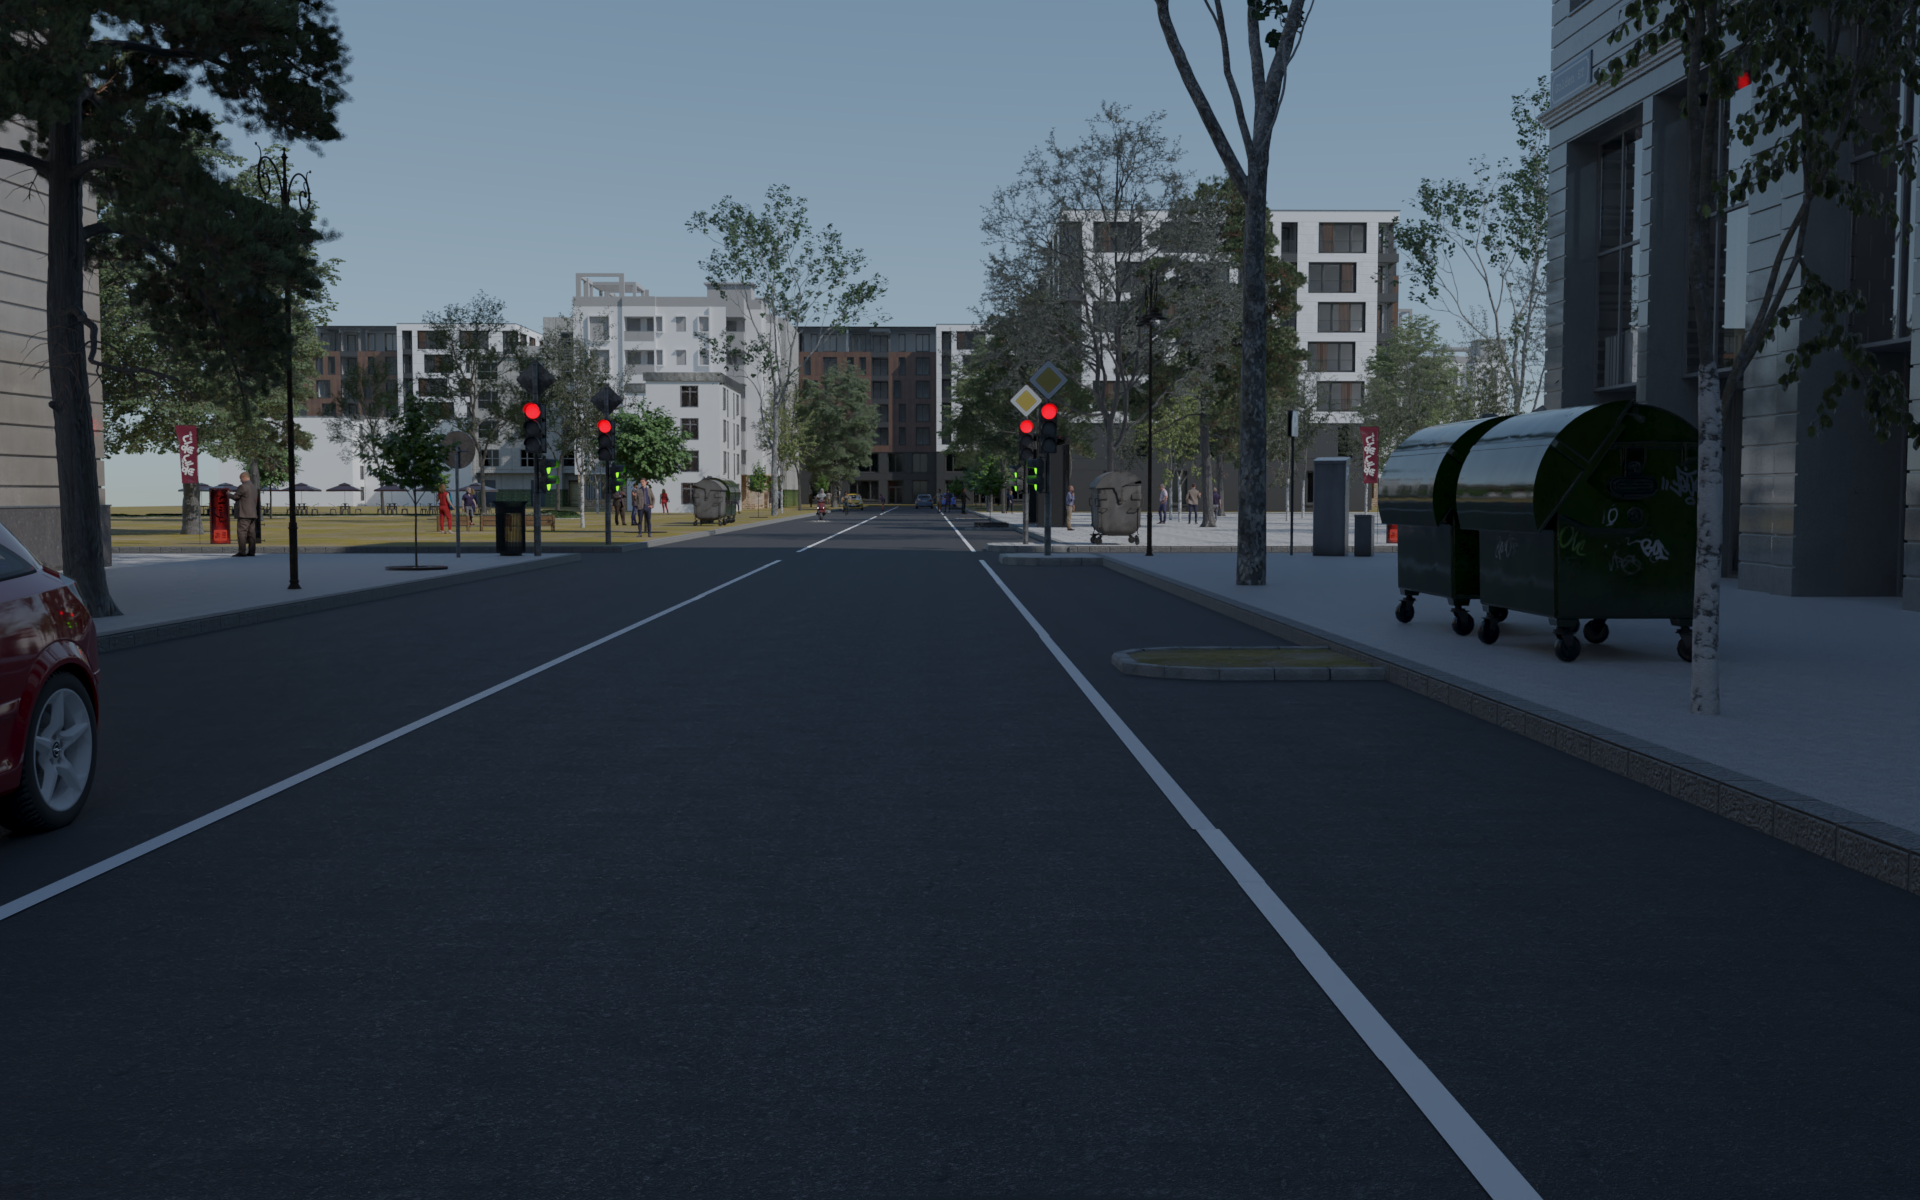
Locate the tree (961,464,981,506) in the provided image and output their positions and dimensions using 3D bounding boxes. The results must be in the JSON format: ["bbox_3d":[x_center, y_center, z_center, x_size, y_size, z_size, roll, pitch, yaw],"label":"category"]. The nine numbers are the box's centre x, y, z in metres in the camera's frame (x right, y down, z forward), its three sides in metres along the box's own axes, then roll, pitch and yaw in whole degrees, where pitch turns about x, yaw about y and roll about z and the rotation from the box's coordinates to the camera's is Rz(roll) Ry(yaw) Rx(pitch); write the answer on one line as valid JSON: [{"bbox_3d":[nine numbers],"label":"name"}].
[{"bbox_3d":[1.579,-12.045,180.643,4.285,4.588,4.351,0,3,0],"label":"tree"}]

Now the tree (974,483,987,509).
[{"bbox_3d":[1.929,-9.444,149.010,1.663,3.219,1.824,0,3,0],"label":"tree"}]

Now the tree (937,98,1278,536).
[{"bbox_3d":[4.706,-8.743,53.314,12.009,13.543,11.850,0,3,0],"label":"tree"}]

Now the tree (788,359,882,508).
[{"bbox_3d":[-12.022,-15.794,164.888,9.857,13.997,8.962,0,3,0],"label":"tree"}]

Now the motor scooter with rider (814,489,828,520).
[{"bbox_3d":[-7.660,-5.273,95.175,0.876,1.779,1.986,0,4,-3],"label":"motor scooter with rider"}]

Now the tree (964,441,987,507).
[{"bbox_3d":[2.285,-13.141,165.225,4.737,8.622,4.395,0,3,0],"label":"tree"}]

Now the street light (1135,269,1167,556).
[{"bbox_3d":[3.925,-3.850,35.733,0.468,5.910,1.993,0,4,-1],"label":"street light"}]

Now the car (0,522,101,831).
[{"bbox_3d":[-4.654,0.191,5.925,2.155,1.783,4.494,0,4,-3],"label":"car"}]

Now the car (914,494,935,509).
[{"bbox_3d":[-3.502,-9.671,170.125,2.014,1.417,4.499,0,4,-1],"label":"car"}]

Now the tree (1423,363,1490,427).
[{"bbox_3d":[27.808,-8.931,96.388,4.737,8.622,4.395,0,3,0],"label":"tree"}]

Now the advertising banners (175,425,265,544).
[{"bbox_3d":[-18.883,-2.937,44.212,2.074,3.025,0.090,-2,4,-31],"label":"advertising banners"}]

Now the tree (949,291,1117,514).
[{"bbox_3d":[3.601,-8.795,78.204,7.601,10.594,8.767,0,4,-5],"label":"tree"}]

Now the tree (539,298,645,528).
[{"bbox_3d":[-14.275,-7.094,66.346,4.360,8.622,3.978,0,3,0],"label":"tree"}]

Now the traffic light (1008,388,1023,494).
[{"bbox_3d":[1.654,-3.351,44.041,0.839,4.213,0.868,0,4,-1],"label":"traffic light"}]

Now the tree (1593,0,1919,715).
[{"bbox_3d":[4.518,-3.629,9.697,4.360,8.622,3.978,0,3,0],"label":"tree"}]

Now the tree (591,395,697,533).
[{"bbox_3d":[-10.499,-4.514,57.519,4.285,4.588,4.351,0,3,0],"label":"tree"}]

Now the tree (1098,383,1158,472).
[{"bbox_3d":[11.043,-10.079,115.158,4.360,8.622,3.978,0,3,0],"label":"tree"}]

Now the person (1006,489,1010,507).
[{"bbox_3d":[4.764,-10.054,170.403,0.705,1.826,1.348,1,4,21],"label":"person"}]

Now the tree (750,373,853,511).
[{"bbox_3d":[-12.259,-12.163,133.279,8.767,10.594,7.601,0,4,5],"label":"tree"}]

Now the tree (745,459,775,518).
[{"bbox_3d":[-10.847,-6.095,94.251,1.663,3.219,1.824,0,3,0],"label":"tree"}]

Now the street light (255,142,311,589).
[{"bbox_3d":[-8.999,-3.086,23.236,0.468,5.910,1.993,0,4,-1],"label":"street light"}]

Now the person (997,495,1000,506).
[{"bbox_3d":[4.207,-11.439,193.793,0.721,1.735,1.217,1,4,23],"label":"person"}]

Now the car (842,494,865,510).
[{"bbox_3d":[-9.374,-8.706,152.572,2.015,1.641,3.980,0,4,-3],"label":"car"}]

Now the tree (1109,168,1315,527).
[{"bbox_3d":[9.422,-9.755,66.914,7.806,13.903,7.818,0,3,0],"label":"tree"}]

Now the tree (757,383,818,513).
[{"bbox_3d":[-11.798,-10.148,116.287,4.737,8.622,4.395,0,3,0],"label":"tree"}]

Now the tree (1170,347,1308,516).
[{"bbox_3d":[14.995,-10.871,99.801,6.751,12.117,7.091,0,3,0],"label":"tree"}]

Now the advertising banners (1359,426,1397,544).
[{"bbox_3d":[11.312,-2.974,44.806,2.074,3.025,0.090,0,4,-6],"label":"advertising banners"}]

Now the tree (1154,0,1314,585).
[{"bbox_3d":[2.852,-10.322,24.655,12.611,20.169,13.585,0,3,0],"label":"tree"}]

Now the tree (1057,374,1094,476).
[{"bbox_3d":[5.914,-9.430,104.545,4.360,8.622,3.978,0,3,0],"label":"tree"}]

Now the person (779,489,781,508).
[{"bbox_3d":[-16.240,-9.099,155.527,0.721,1.735,1.217,0,4,6],"label":"person"}]

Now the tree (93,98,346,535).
[{"bbox_3d":[-24.348,-9.037,54.418,9.857,13.997,8.962,0,3,0],"label":"tree"}]

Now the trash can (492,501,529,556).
[{"bbox_3d":[-9.339,-1.488,35.988,0.748,1.137,0.748,0,3,0],"label":"trash can"}]

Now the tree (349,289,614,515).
[{"bbox_3d":[-21.323,-8.776,77.900,8.767,10.594,7.601,1,4,10],"label":"tree"}]

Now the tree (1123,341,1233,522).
[{"bbox_3d":[10.072,-7.836,78.488,4.737,8.622,4.395,0,3,0],"label":"tree"}]

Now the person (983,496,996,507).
[{"bbox_3d":[2.649,-9.247,158.052,1.217,1.723,0.721,-1,4,-11],"label":"person"}]

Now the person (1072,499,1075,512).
[{"bbox_3d":[7.755,-6.925,122.450,0.799,1.438,0.628,-3,5,-44],"label":"person"}]

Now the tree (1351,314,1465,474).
[{"bbox_3d":[28.449,-11.717,109.701,7.486,12.596,7.792,0,3,0],"label":"tree"}]

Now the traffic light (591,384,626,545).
[{"bbox_3d":[-8.905,-3.338,43.817,0.839,4.213,0.868,0,4,-1],"label":"traffic light"}]

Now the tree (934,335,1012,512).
[{"bbox_3d":[2.056,-12.565,123.562,7.486,12.596,7.792,0,3,0],"label":"tree"}]

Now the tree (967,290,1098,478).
[{"bbox_3d":[3.878,-10.317,90.744,6.751,12.117,7.091,0,3,0],"label":"tree"}]

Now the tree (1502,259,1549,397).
[{"bbox_3d":[22.131,-8.802,54.291,12.009,13.543,11.850,0,3,0],"label":"tree"}]

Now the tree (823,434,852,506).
[{"bbox_3d":[-12.767,-14.066,180.333,4.360,8.622,3.978,0,3,0],"label":"tree"}]

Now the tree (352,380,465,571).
[{"bbox_3d":[-9.300,-2.135,29.510,1.663,3.219,1.824,0,3,0],"label":"tree"}]

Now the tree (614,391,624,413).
[{"bbox_3d":[-22.525,-9.894,96.174,8.767,10.594,7.601,0,4,1],"label":"tree"}]

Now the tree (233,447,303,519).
[{"bbox_3d":[-35.354,-6.409,88.499,4.285,4.588,4.351,0,3,0],"label":"tree"}]

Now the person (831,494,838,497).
[{"bbox_3d":[-13.963,-11.350,192.333,0.721,1.735,1.217,3,4,37],"label":"person"}]

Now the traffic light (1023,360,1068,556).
[{"bbox_3d":[1.812,-2.863,36.057,0.839,4.213,0.868,0,4,-1],"label":"traffic light"}]

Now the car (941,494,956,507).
[{"bbox_3d":[-1.364,-11.277,193.972,1.945,1.707,3.694,0,4,-2],"label":"car"}]

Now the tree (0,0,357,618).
[{"bbox_3d":[-9.258,-5.857,17.812,6.751,12.117,7.091,0,3,0],"label":"tree"}]

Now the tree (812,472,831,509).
[{"bbox_3d":[-12.226,-9.660,152.540,1.663,3.219,1.824,0,3,0],"label":"tree"}]

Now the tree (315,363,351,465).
[{"bbox_3d":[-37.897,-10.960,113.604,8.767,10.594,7.601,-1,4,-16],"label":"tree"}]

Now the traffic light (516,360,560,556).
[{"bbox_3d":[-8.747,-2.849,35.833,0.839,4.213,0.868,0,4,-1],"label":"traffic light"}]
